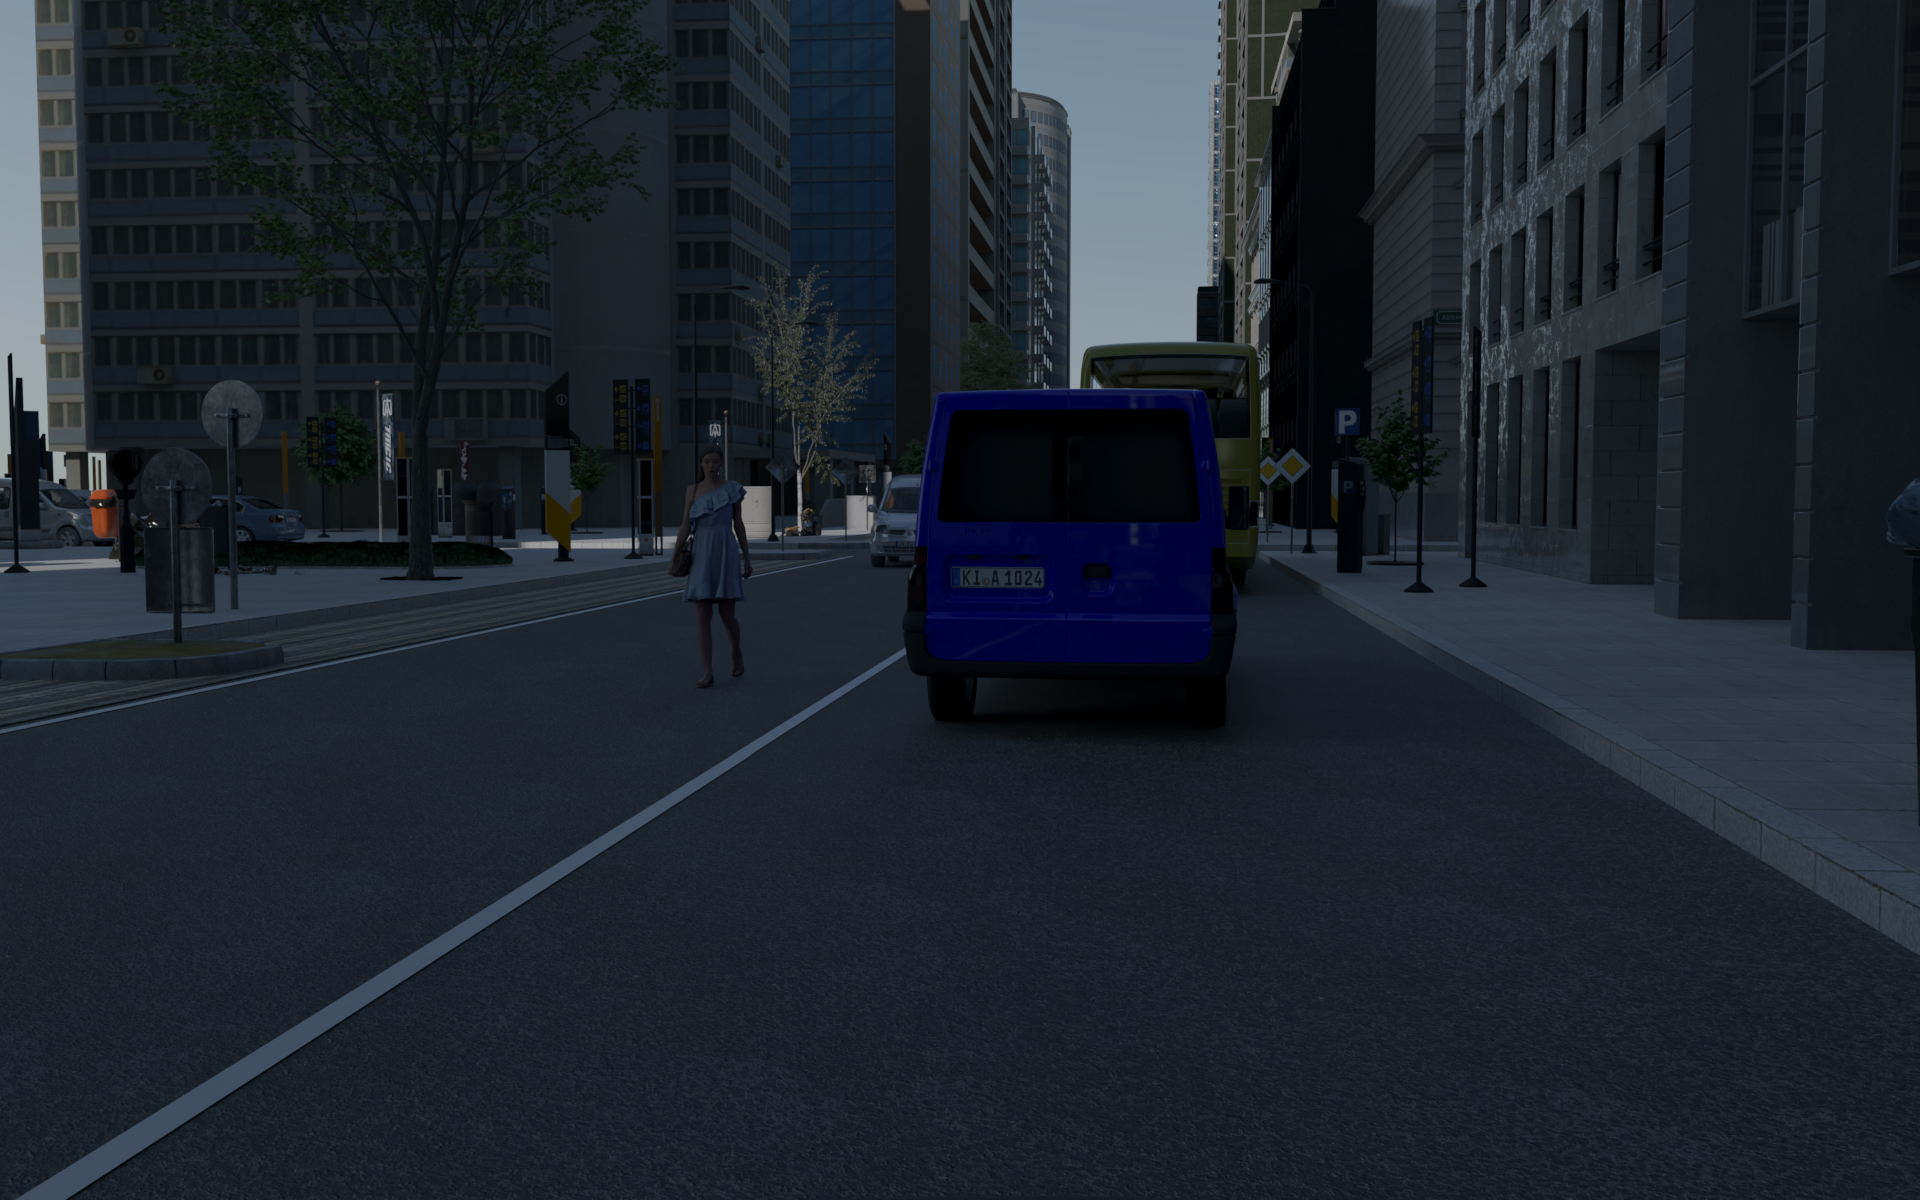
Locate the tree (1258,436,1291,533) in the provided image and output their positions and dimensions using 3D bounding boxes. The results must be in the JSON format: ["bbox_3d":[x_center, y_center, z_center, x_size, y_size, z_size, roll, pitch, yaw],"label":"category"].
[{"bbox_3d":[10.094,-3.842,57.425,1.663,3.219,1.824,0,3,0],"label":"tree"}]

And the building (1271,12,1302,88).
[{"bbox_3d":[37.331,-27.082,134.674,32.217,40.220,23.993,0,4,6],"label":"building"}]

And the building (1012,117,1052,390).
[{"bbox_3d":[0.248,-36.902,222.950,23.786,49.044,30.456,0,4,6],"label":"building"}]

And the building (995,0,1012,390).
[{"bbox_3d":[-3.129,-44.984,173.732,20.563,71.187,20.611,0,4,6],"label":"building"}]

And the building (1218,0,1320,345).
[{"bbox_3d":[41.370,-47.828,220.245,20.563,71.187,20.611,0,4,6],"label":"building"}]

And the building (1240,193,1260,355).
[{"bbox_3d":[23.656,-16.576,107.173,11.583,22.565,21.152,0,4,6],"label":"building"}]

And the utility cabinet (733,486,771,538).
[{"bbox_3d":[-6.024,-2.551,50.382,1.173,1.500,0.318,0,4,-8],"label":"utility cabinet"}]

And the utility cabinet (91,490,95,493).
[{"bbox_3d":[-42.915,-4.788,86.957,1.173,1.500,0.318,-3,5,-42],"label":"utility cabinet"}]

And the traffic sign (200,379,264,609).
[{"bbox_3d":[-8.088,-1.170,19.235,0.768,2.556,0.104,1,4,10],"label":"traffic sign"}]

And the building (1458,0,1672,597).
[{"bbox_3d":[14.400,-10.466,25.865,10.420,20.320,16.860,0,4,6],"label":"building"}]

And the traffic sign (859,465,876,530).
[{"bbox_3d":[-3.293,-3.630,61.482,0.606,2.300,0.079,1,4,11],"label":"traffic sign"}]

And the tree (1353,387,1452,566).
[{"bbox_3d":[8.043,-2.249,31.373,1.663,3.219,1.824,0,3,0],"label":"tree"}]

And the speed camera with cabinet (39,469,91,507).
[{"bbox_3d":[-31.674,-4.067,60.839,2.038,3.252,0.660,-2,4,-27],"label":"speed camera with cabinet"}]

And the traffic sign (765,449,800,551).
[{"bbox_3d":[-3.955,-2.141,38.652,0.795,2.450,0.064,0,4,6],"label":"traffic sign"}]

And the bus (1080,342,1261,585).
[{"bbox_3d":[3.698,-2.359,30.122,2.896,3.916,12.252,0,4,7],"label":"bus"}]

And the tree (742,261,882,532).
[{"bbox_3d":[-4.927,-6.418,55.301,4.360,8.622,3.978,0,3,0],"label":"tree"}]

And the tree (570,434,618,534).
[{"bbox_3d":[-12.225,-3.775,56.323,1.663,3.219,1.824,0,3,0],"label":"tree"}]

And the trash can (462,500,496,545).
[{"bbox_3d":[-10.815,-1.670,38.962,0.748,1.137,0.748,0,3,0],"label":"trash can"}]

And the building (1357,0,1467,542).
[{"bbox_3d":[24.251,-16.108,50.755,23.554,28.519,14.401,0,4,6],"label":"building"}]

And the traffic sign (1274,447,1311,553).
[{"bbox_3d":[7.167,-2.064,37.393,0.795,2.450,0.064,0,4,6],"label":"traffic sign"}]

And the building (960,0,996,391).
[{"bbox_3d":[-8.843,-31.149,132.980,21.300,48.544,21.600,0,4,6],"label":"building"}]

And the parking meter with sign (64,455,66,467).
[{"bbox_3d":[-38.696,-4.884,76.116,1.738,3.016,0.543,3,5,40],"label":"parking meter with sign"}]

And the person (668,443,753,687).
[{"bbox_3d":[-1.883,-0.276,13.104,0.616,1.811,0.778,1,4,10],"label":"person"}]

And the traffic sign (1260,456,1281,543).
[{"bbox_3d":[8.055,-2.550,45.329,0.795,2.450,0.064,0,4,6],"label":"traffic sign"}]

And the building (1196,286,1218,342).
[{"bbox_3d":[39.673,-28.625,239.716,14.160,30.474,14.107,0,4,6],"label":"building"}]

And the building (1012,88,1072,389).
[{"bbox_3d":[4.969,-43.468,252.697,21.231,58.520,28.212,0,4,6],"label":"building"}]

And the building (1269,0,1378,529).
[{"bbox_3d":[19.184,-14.656,69.301,12.332,23.373,15.834,0,4,6],"label":"building"}]

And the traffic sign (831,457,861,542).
[{"bbox_3d":[-3.068,-2.627,46.588,0.795,2.450,0.064,0,4,6],"label":"traffic sign"}]

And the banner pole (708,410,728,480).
[{"bbox_3d":[-7.169,-3.776,51.756,0.863,3.779,0.401,-3,5,-41],"label":"banner pole"}]

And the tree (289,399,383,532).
[{"bbox_3d":[-21.282,-4.618,59.210,4.285,4.588,4.351,0,3,0],"label":"tree"}]

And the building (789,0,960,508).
[{"bbox_3d":[-7.639,-27.459,99.073,14.600,45.320,14.200,0,4,6],"label":"building"}]

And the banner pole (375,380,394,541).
[{"bbox_3d":[-12.645,-2.940,38.087,0.863,3.779,0.401,3,5,44],"label":"banner pole"}]

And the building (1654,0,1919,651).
[{"bbox_3d":[11.165,-13.760,2.477,11.434,29.767,29.804,0,4,6],"label":"building"}]

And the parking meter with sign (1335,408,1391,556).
[{"bbox_3d":[8.429,-2.435,36.067,0.543,3.016,1.738,3,4,38],"label":"parking meter with sign"}]

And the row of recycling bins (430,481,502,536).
[{"bbox_3d":[-15.578,-2.858,53.840,3.534,1.692,1.069,2,4,33],"label":"row of recycling bins"}]

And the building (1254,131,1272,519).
[{"bbox_3d":[20.274,-14.586,87.636,9.793,20.994,18.267,0,4,6],"label":"building"}]

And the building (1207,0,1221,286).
[{"bbox_3d":[46.276,-57.936,259.921,22.319,86.520,31.000,0,4,6],"label":"building"}]

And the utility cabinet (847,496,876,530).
[{"bbox_3d":[-3.556,-3.135,62.414,1.020,1.237,0.306,1,4,17],"label":"utility cabinet"}]

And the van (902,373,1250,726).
[{"bbox_3d":[0.981,-0.494,12.463,2.240,2.365,5.245,1,4,8],"label":"van"}]

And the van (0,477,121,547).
[{"bbox_3d":[-23.691,-2.300,44.617,4.112,2.044,2.013,0,4,7],"label":"van"}]

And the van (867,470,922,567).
[{"bbox_3d":[-0.825,-1.735,35.382,2.013,2.044,4.112,0,4,4],"label":"van"}]

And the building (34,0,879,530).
[{"bbox_3d":[-20.406,-23.286,72.611,32.217,40.220,23.993,0,4,6],"label":"building"}]

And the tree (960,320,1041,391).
[{"bbox_3d":[1.836,-11.945,113.425,7.486,12.596,7.792,0,3,0],"label":"tree"}]
